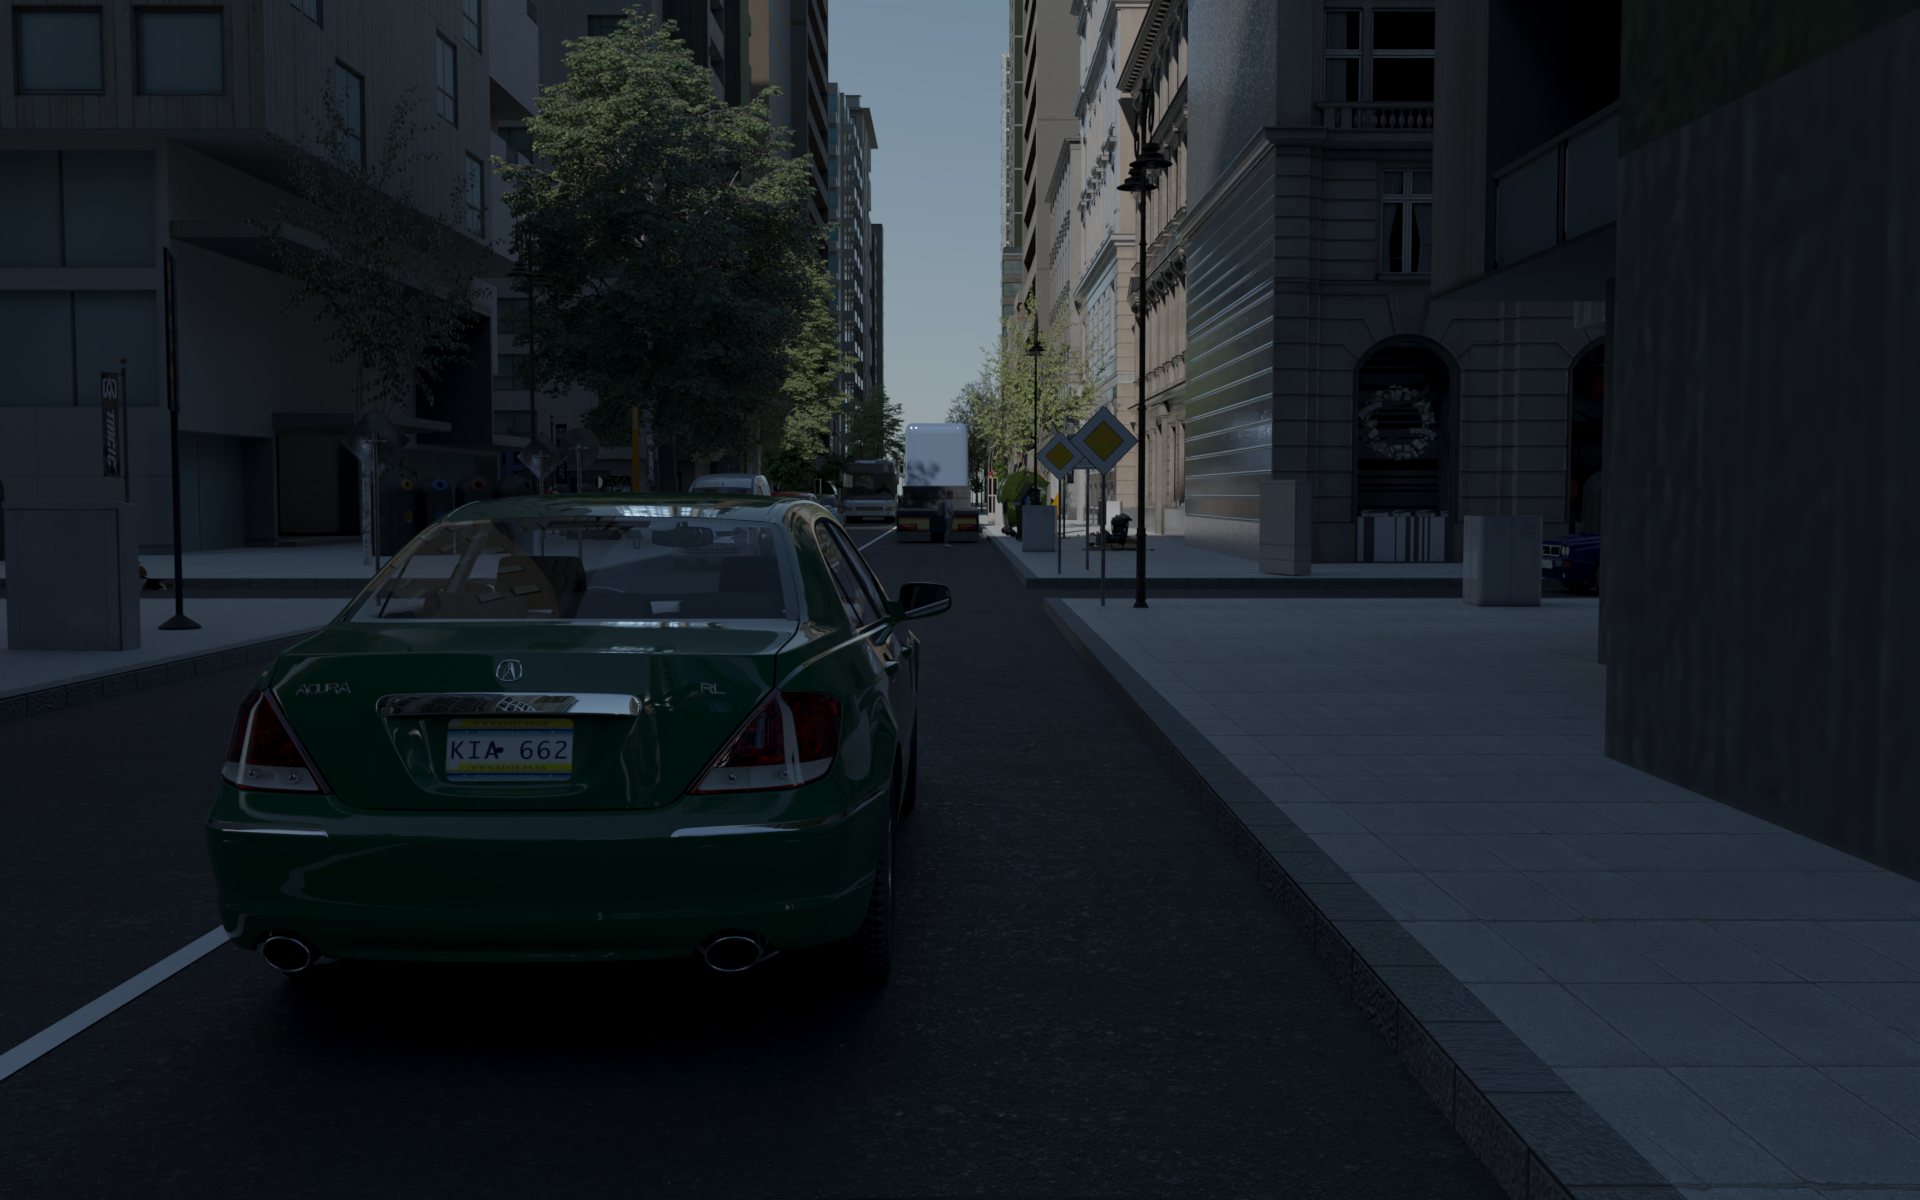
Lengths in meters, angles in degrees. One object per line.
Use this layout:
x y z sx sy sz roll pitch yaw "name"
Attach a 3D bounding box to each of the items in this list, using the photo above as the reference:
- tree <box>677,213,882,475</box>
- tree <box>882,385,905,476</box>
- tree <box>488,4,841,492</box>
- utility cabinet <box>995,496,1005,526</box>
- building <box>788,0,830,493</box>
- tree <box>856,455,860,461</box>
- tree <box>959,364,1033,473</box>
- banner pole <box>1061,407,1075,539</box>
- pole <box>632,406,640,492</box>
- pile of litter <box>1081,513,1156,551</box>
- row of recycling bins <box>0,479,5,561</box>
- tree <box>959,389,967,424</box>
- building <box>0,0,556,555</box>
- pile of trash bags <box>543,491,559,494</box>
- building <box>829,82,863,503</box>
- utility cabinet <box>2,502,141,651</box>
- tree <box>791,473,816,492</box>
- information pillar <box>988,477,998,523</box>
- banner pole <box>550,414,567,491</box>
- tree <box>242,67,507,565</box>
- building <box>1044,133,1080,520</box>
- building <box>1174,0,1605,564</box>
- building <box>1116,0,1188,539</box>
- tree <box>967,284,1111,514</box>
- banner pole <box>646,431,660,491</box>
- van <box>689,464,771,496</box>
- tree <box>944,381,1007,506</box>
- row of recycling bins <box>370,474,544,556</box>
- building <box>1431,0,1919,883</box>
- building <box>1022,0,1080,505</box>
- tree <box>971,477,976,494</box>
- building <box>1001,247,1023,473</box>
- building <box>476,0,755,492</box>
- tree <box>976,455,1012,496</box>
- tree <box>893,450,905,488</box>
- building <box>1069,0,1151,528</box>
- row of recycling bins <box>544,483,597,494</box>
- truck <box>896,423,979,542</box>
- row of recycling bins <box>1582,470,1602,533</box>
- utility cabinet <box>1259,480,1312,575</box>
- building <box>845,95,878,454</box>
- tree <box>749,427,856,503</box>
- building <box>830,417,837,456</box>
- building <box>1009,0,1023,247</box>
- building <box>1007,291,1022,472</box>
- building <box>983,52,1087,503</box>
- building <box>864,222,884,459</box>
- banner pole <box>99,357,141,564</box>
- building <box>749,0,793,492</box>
-7.727 -9.271 69.711 7.486 12.596 7.792 0 3 0 "tree"
-8.776 -15.916 178.355 7.486 12.596 7.792 0 3 0 "tree"
-7.754 -8.519 45.935 9.857 13.997 8.962 0 3 0 "tree"
1.940 -3.607 70.142 1.020 1.237 0.306 1 4 18 "utility cabinet"
-21.082 -30.856 128.204 21.300 48.544 21.600 0 4 0 "building"
-8.031 -8.159 117.107 4.285 4.588 4.351 0 3 0 "tree"
2.065 -9.062 98.524 4.360 8.622 3.978 0 3 0 "tree"
3.119 -3.671 50.043 0.401 3.779 0.863 2 4 30 "banner pole"
-7.544 -2.843 40.330 0.158 3.312 0.155 0 3 0 "pole"
3.668 -1.557 39.428 1.719 0.858 1.176 1 4 23 "pile of litter"
-18.749 -1.512 31.831 1.069 1.692 3.534 0 4 1 "row of recycling bins"
2.391 -7.870 79.035 4.737 8.622 4.395 0 3 0 "tree"
-27.529 -27.991 46.891 28.713 52.752 27.495 0 4 0 "building"
-10.765 -2.452 49.844 3.447 1.369 1.912 2 4 32 "pile of trash bags"
-23.034 -35.754 204.183 23.786 49.044 30.456 0 4 0 "building"
-7.328 -0.193 14.311 1.020 1.237 0.306 0 4 7 "utility cabinet"
-7.853 -5.596 86.098 1.663 3.219 1.824 0 3 0 "tree"
1.437 -4.359 75.768 0.304 2.012 0.304 -3 4 -37 "information pillar"
-12.636 -3.940 54.433 0.863 3.779 0.401 2 4 32 "banner pole"
-10.422 -4.929 30.958 4.360 8.622 3.978 0 3 0 "tree"
9.913 -14.943 93.474 9.793 20.994 18.267 0 4 0 "building"
17.179 -11.931 36.865 24.055 21.916 13.314 0 4 0 "building"
11.078 -11.626 54.716 10.561 19.102 19.286 0 4 0 "building"
3.172 -6.807 61.654 4.737 8.622 4.395 0 3 0 "tree"
-10.774 -4.340 60.980 0.401 3.779 0.863 2 4 32 "banner pole"
-4.625 -1.664 34.211 2.013 2.044 4.112 0 4 0 "van"
1.721 -16.940 187.344 12.009 13.543 11.850 0 3 0 "tree"
-10.776 -1.817 36.822 3.534 1.692 1.069 -3 5 -39 "row of recycling bins"
10.159 -19.898 8.934 14.154 41.232 14.086 0 4 0 "building"
15.247 -30.059 115.171 21.300 48.544 21.600 0 4 0 "building"
1.307 -9.194 144.928 1.663 3.219 1.824 0 3 0 "tree"
11.832 -26.397 203.285 14.160 30.474 14.107 0 4 0 "building"
-17.912 -19.124 84.381 14.160 30.474 14.107 0 4 0 "building"
1.950 -5.488 84.333 1.663 3.219 1.824 0 3 0 "tree"
-8.251 -18.791 257.598 4.737 8.622 4.395 0 3 0 "tree"
11.984 -17.626 74.092 13.634 28.700 20.117 0 4 0 "building"
-15.187 -3.472 63.876 3.534 1.692 1.069 -1 4 -18 "row of recycling bins"
-0.800 -4.290 59.895 2.967 4.110 18.799 0 4 -1 "truck"
12.216 -1.328 28.820 3.534 1.692 1.069 1 4 22 "row of recycling bins"
5.173 -1.151 27.506 0.318 1.500 1.173 -1 4 -18 "utility cabinet"
-25.789 -39.380 233.103 28.713 52.752 27.495 0 4 0 "building"
-7.875 -5.775 78.129 4.285 4.588 4.351 0 3 0 "tree"
-21.885 -51.420 153.384 22.319 86.520 31.000 0 4 0 "building"
14.525 -47.819 220.085 20.563 71.187 20.611 0 4 0 "building"
18.679 -19.373 161.788 27.650 21.520 28.899 0 4 0 "building"
14.764 -57.046 245.376 22.319 86.520 31.000 0 4 0 "building"
-18.462 -34.918 254.504 14.154 41.232 14.086 0 4 0 "building"
-15.298 -2.535 31.457 0.401 3.779 0.863 1 4 11 "banner pole"
-18.278 -28.134 110.106 14.600 45.320 14.200 0 4 0 "building"
